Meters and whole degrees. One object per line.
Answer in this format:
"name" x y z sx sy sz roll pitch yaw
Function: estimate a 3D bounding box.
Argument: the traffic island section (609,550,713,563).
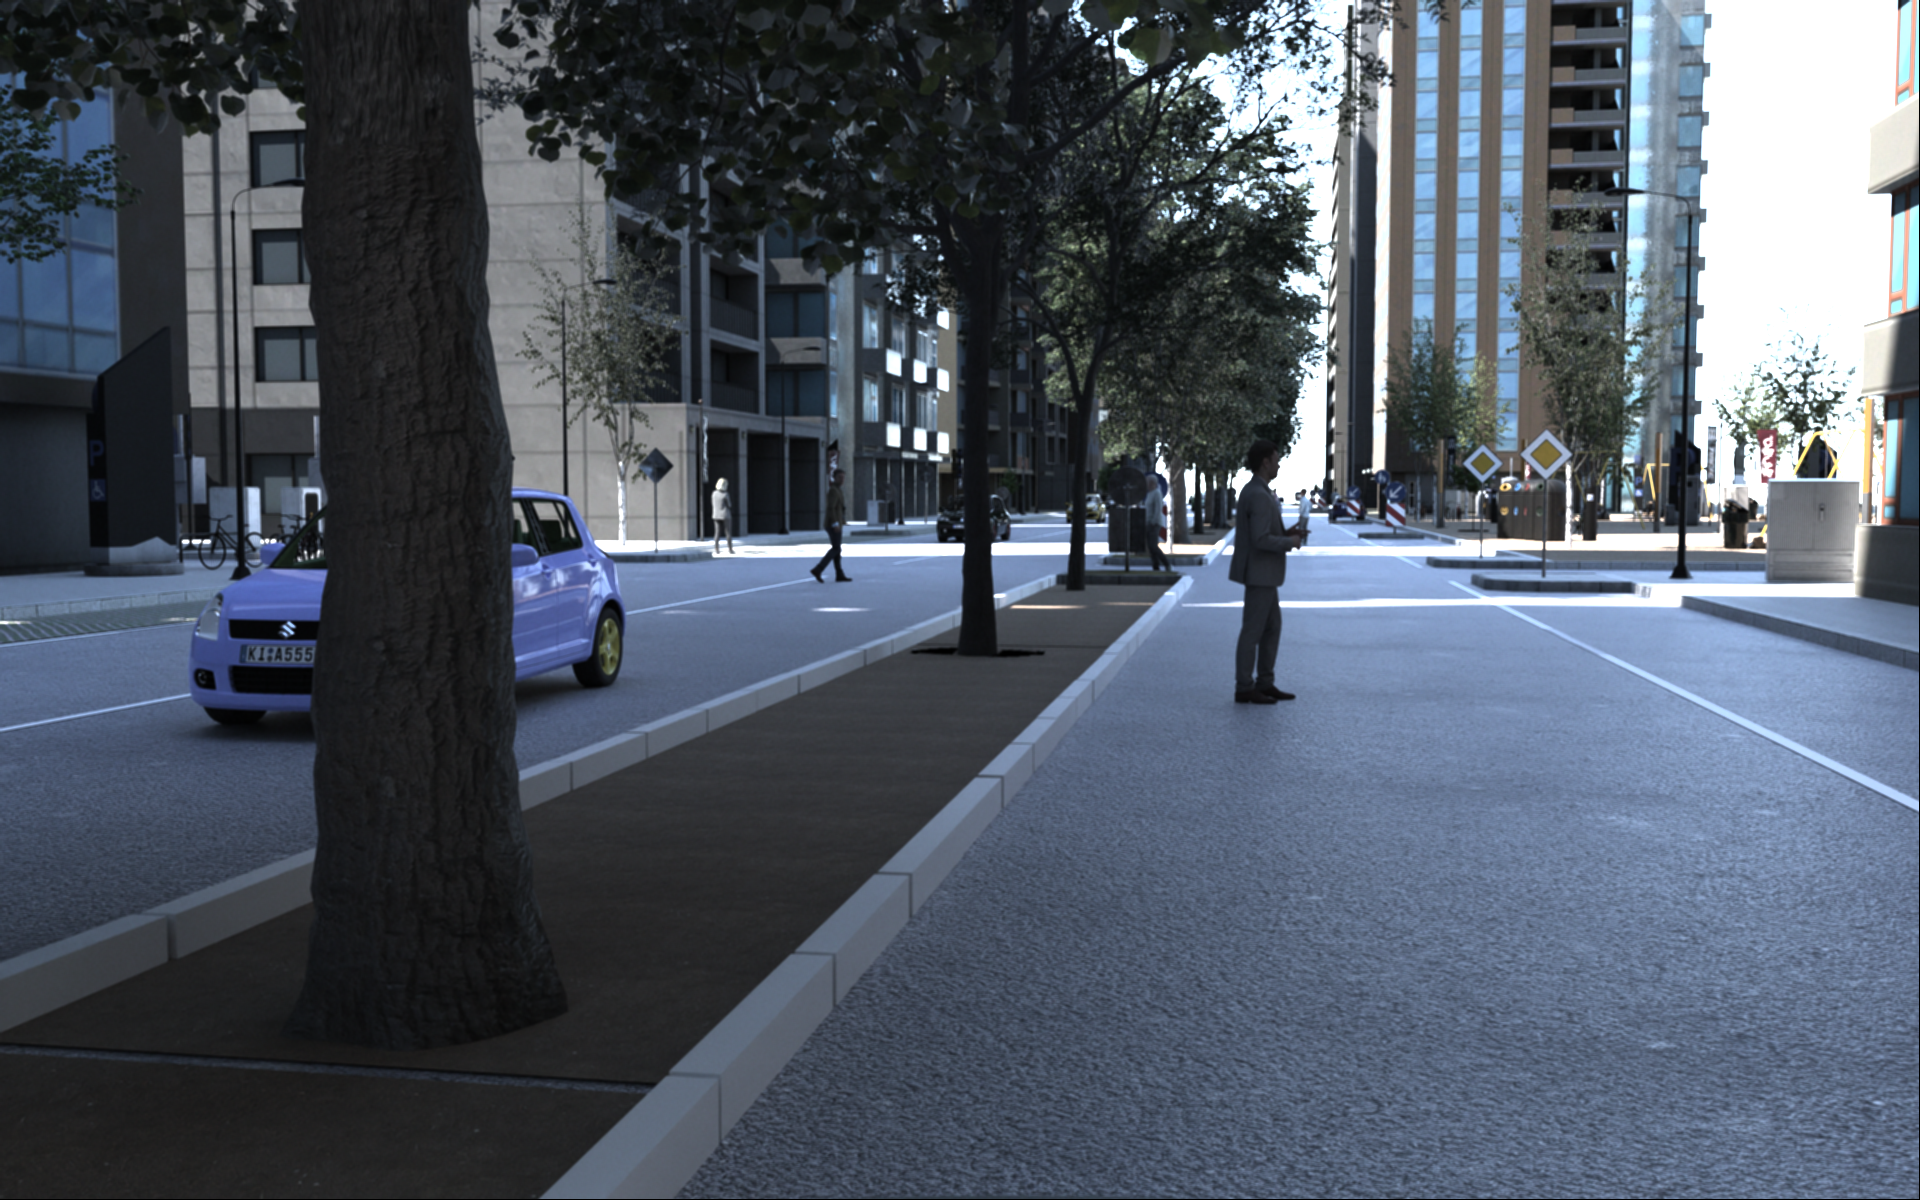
"traffic island section" -6.609 -0.936 37.581 2.009 0.180 2.903 1 4 10

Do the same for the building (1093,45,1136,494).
"building" 6.766 -38.014 210.762 28.713 52.752 27.495 1 4 10

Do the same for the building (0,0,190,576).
"building" -21.987 -22.883 24.251 14.200 45.320 14.600 1 4 10

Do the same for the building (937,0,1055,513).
"building" -4.907 -28.932 127.660 22.147 44.769 28.867 1 4 10

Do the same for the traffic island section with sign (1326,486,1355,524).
"traffic island section with sign" 18.773 -4.568 83.310 1.989 1.847 2.006 1 4 10

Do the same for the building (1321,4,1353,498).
"building" 63.751 -49.754 251.721 20.563 71.187 20.611 1 4 10

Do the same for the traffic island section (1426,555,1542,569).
"traffic island section" 10.414 -0.751 34.555 2.009 0.180 2.903 1 4 10

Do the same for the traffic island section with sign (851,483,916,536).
"traffic island section with sign" -2.600 -3.145 60.043 1.989 1.847 2.006 1 4 10

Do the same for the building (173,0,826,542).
"building" -15.588 -37.809 56.427 20.563 71.187 20.611 1 4 10

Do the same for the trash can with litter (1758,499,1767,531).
"trash can with litter" 28.684 -2.999 60.086 2.233 1.210 1.678 0 4 3

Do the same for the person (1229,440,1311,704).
"person" 2.145 -0.194 11.877 0.583 1.804 0.606 0 4 -2

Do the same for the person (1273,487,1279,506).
"person" 18.278 -5.611 100.250 0.388 1.821 0.555 2 4 32

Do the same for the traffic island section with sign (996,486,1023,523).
"traffic island section with sign" 2.122 -4.768 86.583 1.989 1.847 2.006 1 4 10

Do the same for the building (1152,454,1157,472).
"building" 22.129 -37.231 258.833 14.600 45.320 14.200 1 4 10

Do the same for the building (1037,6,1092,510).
"building" 0.971 -43.586 150.891 20.563 71.187 20.611 1 4 10

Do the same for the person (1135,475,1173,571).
"person" 3.352 -1.281 29.933 0.515 1.767 0.782 -1 4 -13

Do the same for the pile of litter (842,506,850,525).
"pile of litter" -5.191 -3.554 72.067 1.176 0.858 1.719 -1 4 -15

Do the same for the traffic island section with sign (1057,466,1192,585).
"traffic island section with sign" 2.656 -1.219 28.064 2.006 1.907 1.989 1 4 10

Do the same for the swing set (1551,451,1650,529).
"swing set" 23.039 -4.045 63.759 2.862 2.851 3.119 -1 4 -16

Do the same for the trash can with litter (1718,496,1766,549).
"trash can with litter" 18.309 -1.775 40.405 1.055 1.170 0.624 0 4 3

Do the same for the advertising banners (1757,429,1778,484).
"advertising banners" 22.317 -3.056 46.155 2.074 3.025 0.090 2 4 30

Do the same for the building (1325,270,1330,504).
"building" 53.967 -27.535 221.895 14.160 30.474 14.107 1 4 10

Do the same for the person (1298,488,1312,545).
"person" 9.662 -2.347 48.688 0.589 1.601 0.330 -3 5 -41

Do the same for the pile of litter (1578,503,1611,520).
"pile of litter" 31.067 -4.329 84.742 1.719 0.858 1.176 0 4 5

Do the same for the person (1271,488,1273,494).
"person" 14.739 -4.446 82.202 0.522 1.701 0.512 0 4 -8

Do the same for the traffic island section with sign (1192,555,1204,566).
"traffic island section with sign" 3.965 -1.665 35.355 2.006 1.907 1.989 1 4 10

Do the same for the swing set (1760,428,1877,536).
"swing set" 21.531 -2.742 42.460 2.862 2.851 3.119 1 4 9

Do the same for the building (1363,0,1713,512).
"building" 44.498 -31.568 135.748 23.786 49.044 30.456 1 4 10

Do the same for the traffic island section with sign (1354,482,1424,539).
"traffic island section with sign" 13.921 -2.899 56.024 1.989 1.847 2.006 1 4 10

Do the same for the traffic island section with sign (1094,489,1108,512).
"traffic island section with sign" 10.902 -7.783 135.885 1.989 1.847 2.006 1 4 10

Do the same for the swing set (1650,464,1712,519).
"swing set" 37.403 -5.713 91.027 3.119 2.851 2.862 0 4 -1

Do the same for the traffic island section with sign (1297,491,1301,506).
"traffic island section with sign" 32.385 -9.237 159.659 1.989 1.847 2.006 1 4 10

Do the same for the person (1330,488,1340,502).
"person" 22.873 -5.916 105.431 0.606 1.804 0.583 2 4 29

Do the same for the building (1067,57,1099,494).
"building" 6.003 -31.702 168.433 14.600 45.320 14.200 1 4 10

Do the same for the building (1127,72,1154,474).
"building" 15.066 -42.570 238.024 21.231 58.520 28.212 1 4 10

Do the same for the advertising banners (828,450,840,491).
"advertising banners" -5.709 -4.455 69.032 2.074 3.025 0.090 -2 4 -28

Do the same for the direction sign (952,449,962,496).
"direction sign" -0.159 -5.825 87.228 0.379 3.537 0.876 -2 4 -34

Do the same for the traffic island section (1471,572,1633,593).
"traffic island section" 9.013 -0.270 26.693 2.009 0.180 2.903 1 4 10

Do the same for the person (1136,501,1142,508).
"person" 10.675 -5.744 102.637 0.478 1.798 0.641 -2 4 -27

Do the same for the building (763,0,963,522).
"building" -13.011 -28.809 90.641 23.786 49.044 30.456 1 4 10

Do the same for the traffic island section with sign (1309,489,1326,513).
"traffic island section with sign" 27.611 -7.603 132.932 1.989 1.847 2.006 1 4 10

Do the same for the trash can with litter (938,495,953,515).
"trash can with litter" -0.657 -5.958 108.475 1.678 1.210 2.233 -2 4 -24

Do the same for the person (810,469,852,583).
"person" -2.056 -1.207 28.138 0.836 1.842 0.656 -3 4 -37

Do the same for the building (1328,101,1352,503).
"building" 54.613 -35.439 203.128 21.300 48.544 21.600 1 4 10

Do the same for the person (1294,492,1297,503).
"person" 50.826 -15.517 262.217 1.348 1.822 0.705 -1 4 -14

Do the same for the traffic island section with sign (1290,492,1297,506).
"traffic island section with sign" 41.929 -12.517 213.277 1.989 1.847 2.006 1 4 10

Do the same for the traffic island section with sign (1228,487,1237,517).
"traffic island section with sign" 17.135 -6.190 109.335 2.006 1.907 1.989 1 4 10

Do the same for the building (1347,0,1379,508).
"building" 48.005 -38.115 165.181 21.231 58.520 28.212 1 4 10

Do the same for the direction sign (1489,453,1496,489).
"direction sign" 29.611 -6.411 96.815 0.379 3.537 0.876 -2 4 -28

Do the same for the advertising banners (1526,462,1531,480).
"advertising banners" 30.658 -5.830 91.509 2.074 3.025 0.090 3 4 37

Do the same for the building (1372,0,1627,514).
"building" 35.167 -28.426 114.882 14.600 45.320 14.200 1 4 10

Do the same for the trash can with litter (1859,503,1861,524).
"trash can with litter" 27.403 -2.554 53.147 1.055 1.170 0.624 -3 5 -40

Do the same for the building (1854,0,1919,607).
"building" 22.382 -9.761 4.631 27.650 21.520 28.899 1 4 10

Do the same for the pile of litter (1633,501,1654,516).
"pile of litter" 40.828 -5.424 102.642 1.176 0.858 1.719 -3 5 -43

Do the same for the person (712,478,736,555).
"person" -5.582 -1.961 40.754 0.537 1.800 0.526 3 4 38
